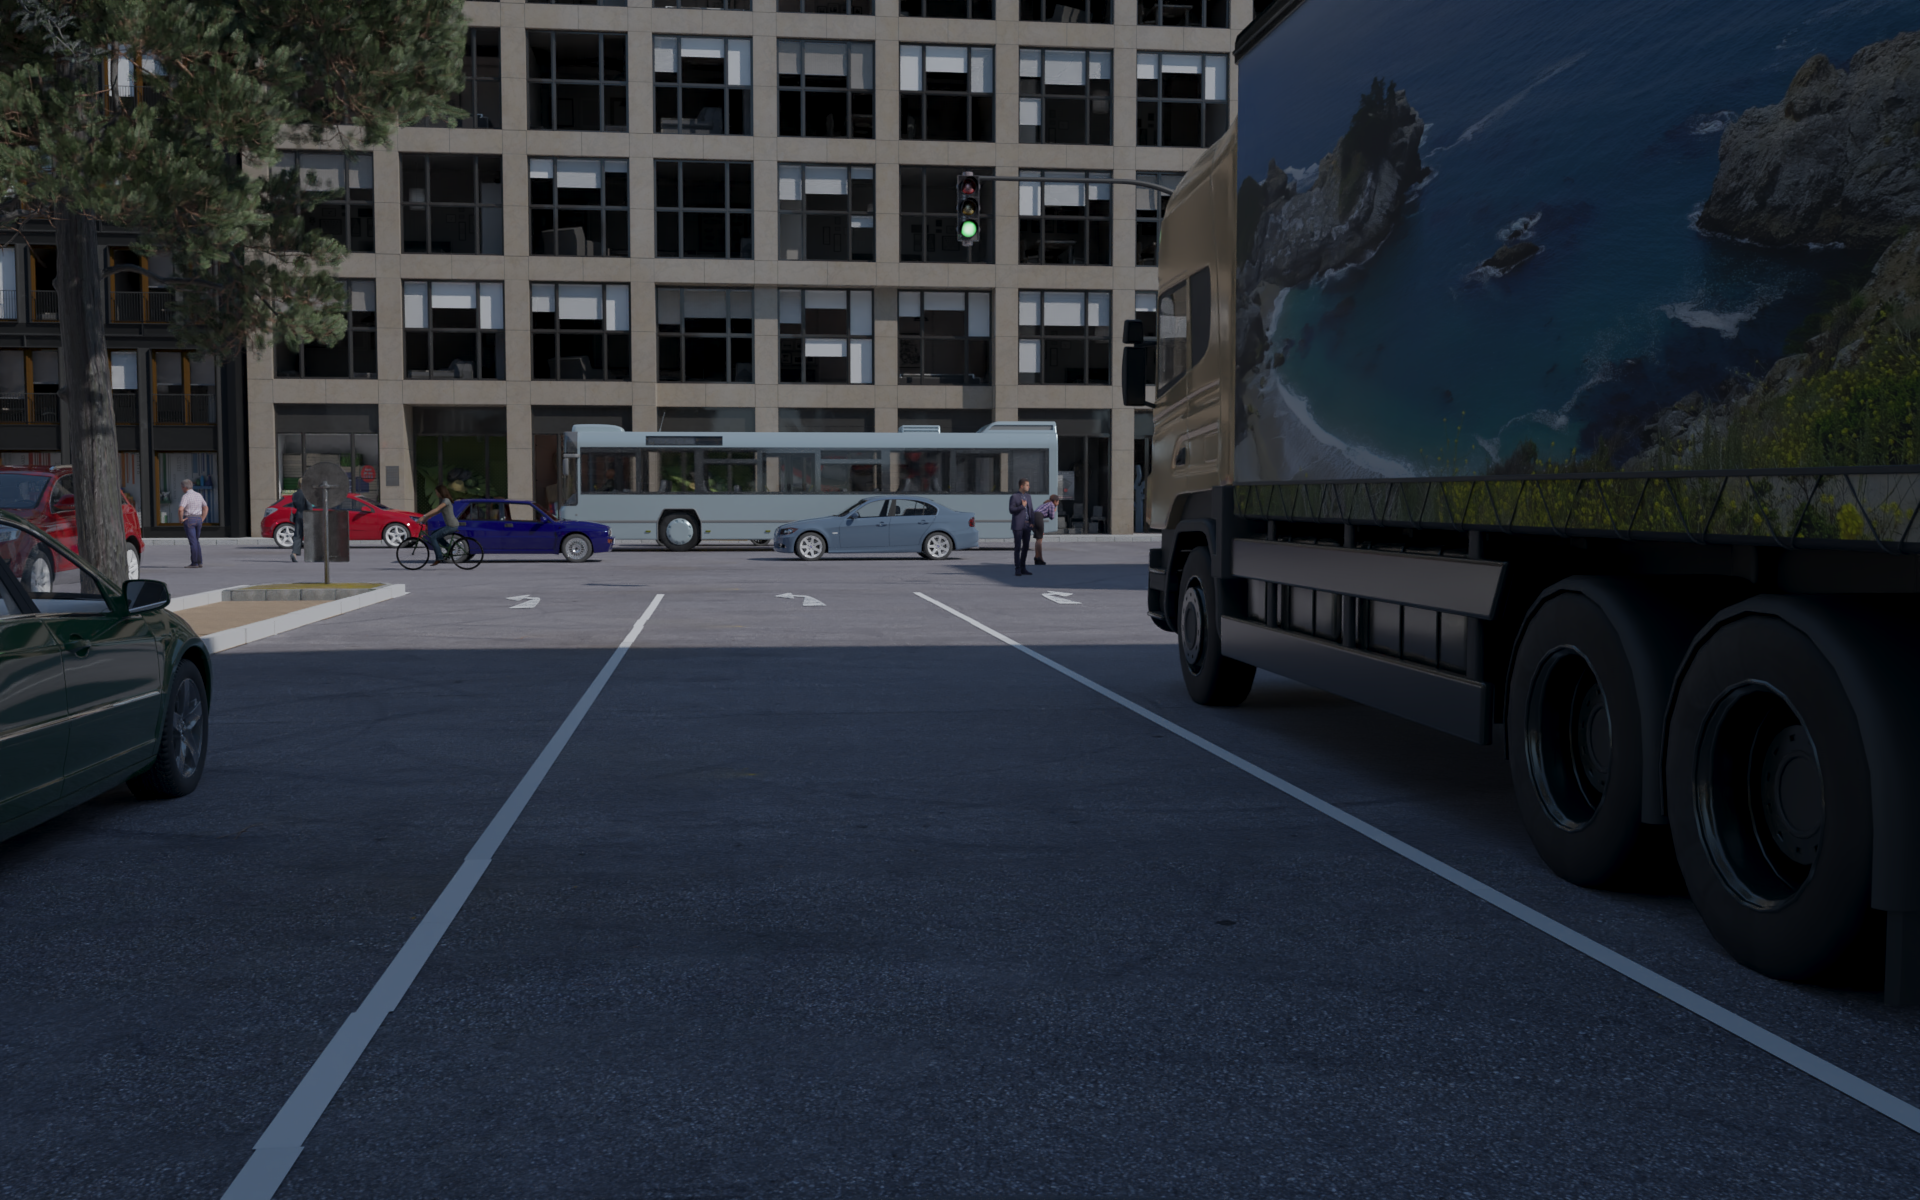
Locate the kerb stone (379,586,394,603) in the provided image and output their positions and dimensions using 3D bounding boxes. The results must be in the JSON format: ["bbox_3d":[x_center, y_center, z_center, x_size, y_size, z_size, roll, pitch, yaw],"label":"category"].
[{"bbox_3d":[-7.768,-0.052,23.164,0.120,0.150,1.000,0,4,-8],"label":"kerb stone"}]

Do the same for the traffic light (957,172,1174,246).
[{"bbox_3d":[2.287,-3.079,25.013,4.771,5.953,1.251,0,4,-8],"label":"traffic light"}]

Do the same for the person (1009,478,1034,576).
[{"bbox_3d":[1.086,-1.289,30.497,0.541,1.710,0.530,-2,4,-28],"label":"person"}]

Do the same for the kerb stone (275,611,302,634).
[{"bbox_3d":[-7.081,0.255,18.074,0.120,0.150,1.000,0,4,-8],"label":"kerb stone"}]

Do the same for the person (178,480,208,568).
[{"bbox_3d":[-14.877,-1.469,33.454,0.436,1.711,0.756,2,4,25],"label":"person"}]

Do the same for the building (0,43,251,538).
[{"bbox_3d":[-29.661,-13.772,54.842,15.834,23.373,12.332,0,4,-8],"label":"building"}]

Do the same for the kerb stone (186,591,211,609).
[{"bbox_3d":[-9.706,0.022,21.867,0.120,0.150,1.000,0,4,-8],"label":"kerb stone"}]

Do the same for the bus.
[{"bbox_3d":[-4.245,-3.018,44.197,13.247,3.499,2.948,0,4,-6],"label":"bus"}]

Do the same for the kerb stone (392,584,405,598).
[{"bbox_3d":[-7.902,-0.121,24.180,0.120,0.150,1.000,0,4,-8],"label":"kerb stone"}]

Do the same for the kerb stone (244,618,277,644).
[{"bbox_3d":[-6.945,0.316,17.051,0.120,0.150,1.000,0,4,-8],"label":"kerb stone"}]

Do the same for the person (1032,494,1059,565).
[{"bbox_3d":[1.698,-1.425,35.029,0.697,1.427,0.421,-2,4,-32],"label":"person"}]

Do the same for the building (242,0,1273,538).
[{"bbox_3d":[-5.317,-15.749,62.016,34.151,26.468,19.350,0,4,-8],"label":"building"}]

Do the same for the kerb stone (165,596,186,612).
[{"bbox_3d":[-9.564,0.083,20.838,0.120,0.150,1.000,0,4,-8],"label":"kerb stone"}]

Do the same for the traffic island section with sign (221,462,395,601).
[{"bbox_3d":[-8.937,-0.972,24.024,2.006,1.907,1.989,0,4,-8],"label":"traffic island section with sign"}]

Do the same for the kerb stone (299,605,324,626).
[{"bbox_3d":[-7.224,0.190,19.093,0.120,0.150,1.000,0,4,-8],"label":"kerb stone"}]

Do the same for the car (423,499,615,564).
[{"bbox_3d":[-9.277,-1.470,36.620,3.894,1.354,1.945,-1,4,-9],"label":"car"}]

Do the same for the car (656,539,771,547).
[{"bbox_3d":[-6.754,-2.316,48.088,3.980,1.641,2.015,-1,4,-8],"label":"car"}]

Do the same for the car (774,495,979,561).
[{"bbox_3d":[-1.840,-1.589,37.986,4.499,1.417,2.014,-1,4,-9],"label":"car"}]

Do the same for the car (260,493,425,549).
[{"bbox_3d":[-16.213,-2.268,46.125,4.494,1.783,2.155,0,4,-8],"label":"car"}]

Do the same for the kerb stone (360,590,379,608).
[{"bbox_3d":[-7.630,0.007,22.148,0.120,0.150,1.000,0,4,-8],"label":"kerb stone"}]

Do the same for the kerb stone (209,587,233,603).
[{"bbox_3d":[-9.843,-0.042,22.883,0.120,0.150,1.000,0,4,-8],"label":"kerb stone"}]

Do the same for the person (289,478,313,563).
[{"bbox_3d":[-13.787,-1.677,36.347,0.576,1.772,0.534,0,4,-2],"label":"person"}]

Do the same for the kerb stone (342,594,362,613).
[{"bbox_3d":[-7.494,0.066,21.126,0.120,0.150,1.000,0,4,-8],"label":"kerb stone"}]

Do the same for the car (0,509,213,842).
[{"bbox_3d":[-4.362,0.312,6.699,2.131,1.459,4.920,0,4,-8],"label":"car"}]

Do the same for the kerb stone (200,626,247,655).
[{"bbox_3d":[-6.820,0.377,16.026,0.120,0.150,1.000,0,4,-8],"label":"kerb stone"}]

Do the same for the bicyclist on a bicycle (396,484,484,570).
[{"bbox_3d":[-9.779,-1.377,32.527,1.625,1.676,1.499,0,4,-7],"label":"bicyclist on a bicycle"}]

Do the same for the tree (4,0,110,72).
[{"bbox_3d":[-6.690,-5.729,6.499,12.009,13.543,11.850,0,3,0],"label":"tree"}]

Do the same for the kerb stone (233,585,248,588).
[{"bbox_3d":[-9.983,-0.105,23.906,0.120,0.150,1.000,0,4,-8],"label":"kerb stone"}]

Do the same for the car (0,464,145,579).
[{"bbox_3d":[-12.069,-0.811,21.937,2.281,1.827,5.304,0,4,-8],"label":"car"}]

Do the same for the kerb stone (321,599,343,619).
[{"bbox_3d":[-7.364,0.128,20.109,0.120,0.150,1.000,0,4,-8],"label":"kerb stone"}]

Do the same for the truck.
[{"bbox_3d":[3.128,-1.196,8.469,2.839,4.237,11.283,0,4,-7],"label":"truck"}]

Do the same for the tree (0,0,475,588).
[{"bbox_3d":[-8.374,-6.511,16.342,7.806,13.903,7.818,0,3,0],"label":"tree"}]
